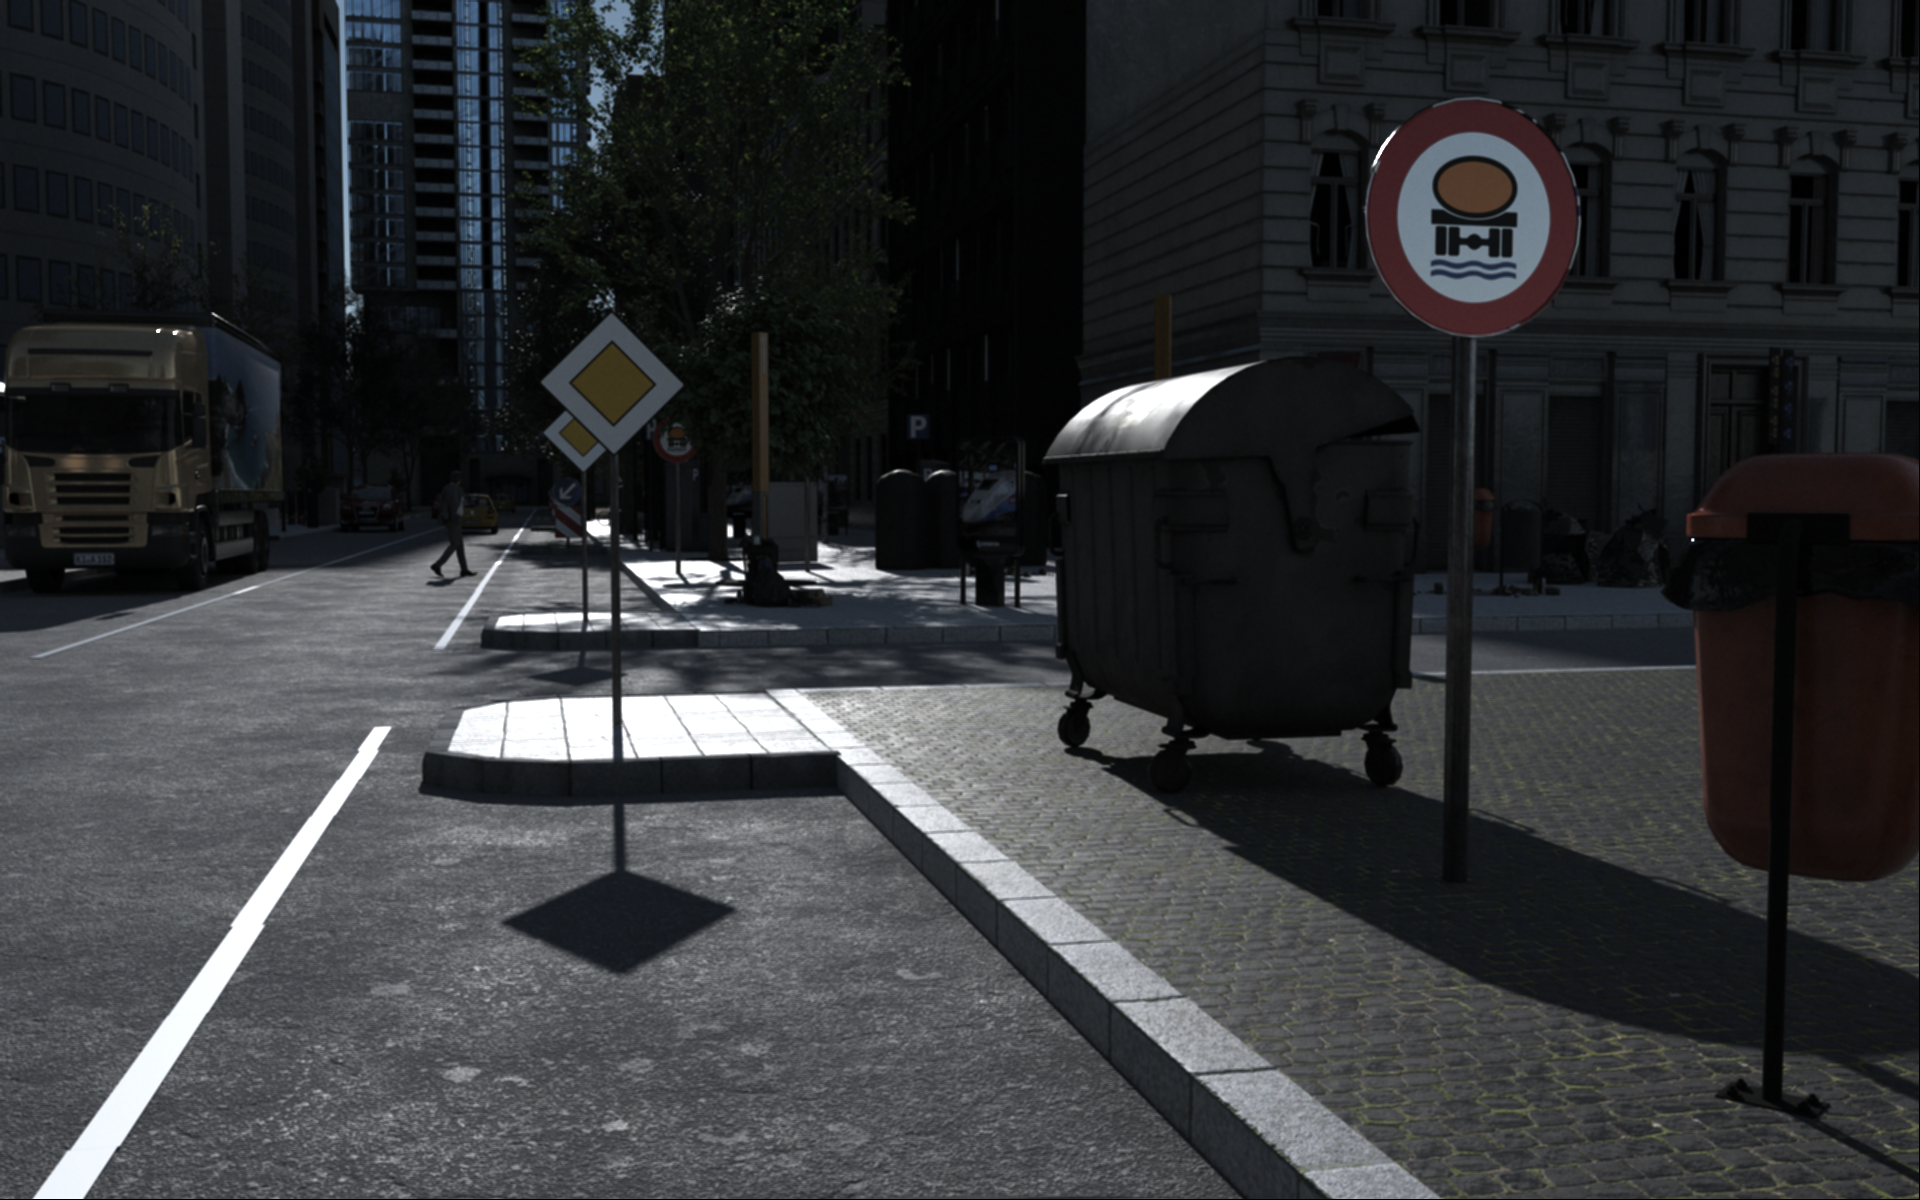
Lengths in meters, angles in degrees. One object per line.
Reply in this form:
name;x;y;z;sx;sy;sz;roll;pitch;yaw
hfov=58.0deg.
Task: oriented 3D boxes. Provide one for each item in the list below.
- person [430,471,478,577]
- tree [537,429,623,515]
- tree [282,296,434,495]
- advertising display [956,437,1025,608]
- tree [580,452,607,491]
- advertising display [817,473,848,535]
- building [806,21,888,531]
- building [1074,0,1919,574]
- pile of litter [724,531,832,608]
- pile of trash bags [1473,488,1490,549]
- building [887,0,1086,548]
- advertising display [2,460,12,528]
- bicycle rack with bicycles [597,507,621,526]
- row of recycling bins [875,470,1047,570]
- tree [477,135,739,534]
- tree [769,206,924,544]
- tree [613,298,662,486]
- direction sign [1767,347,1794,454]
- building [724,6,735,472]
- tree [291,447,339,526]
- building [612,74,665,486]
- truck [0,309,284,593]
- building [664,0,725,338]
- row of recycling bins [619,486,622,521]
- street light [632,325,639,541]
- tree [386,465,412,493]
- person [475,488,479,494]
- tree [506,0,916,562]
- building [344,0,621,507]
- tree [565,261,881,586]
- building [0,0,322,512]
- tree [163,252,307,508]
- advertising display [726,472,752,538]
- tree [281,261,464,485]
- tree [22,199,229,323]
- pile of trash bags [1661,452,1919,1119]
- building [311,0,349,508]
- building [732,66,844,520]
person;-8.778;-1.312;30.045;0.850;1.850;0.679;-2;4;-33
tree;-22.938;-11.623;108.169;7.486;12.596;7.792;0;3;0
tree;-28.316;-8.968;81.047;7.601;10.594;8.767;-2;4;-33
advertising display;0.344;-0.892;19.800;0.974;1.923;0.123;3;5;44
tree;-34.425;-12.746;158.764;4.360;8.622;3.978;0;3;0
advertising display;-3.978;-2.988;54.068;0.974;1.923;0.123;0;4;-8
building;0.150;-12.337;66.342;10.561;19.102;19.286;-1;4;-13
building;12.218;-11.249;33.067;18.267;20.994;9.793;-1;4;-13
pile of litter;-2.133;-0.385;20.253;1.176;0.858;1.719;-1;4;-19
pile of trash bags;8.758;-0.953;25.338;1.912;1.369;3.447;-3;5;-41
building;5.486;-13.443;49.463;12.332;23.373;15.834;-1;4;-13
advertising display;-18.109;-1.726;33.431;0.123;1.923;0.974;0;4;4
bicycle rack with bicycles;-13.176;-3.502;70.640;2.925;0.926;2.852;0;4;-4
row of recycling bins;0.103;-1.421;30.345;3.534;1.692;1.069;-3;4;-38
tree;-10.535;-8.456;55.266;9.611;12.733;9.660;0;3;0
tree;-3.276;-5.756;44.478;4.737;8.622;4.395;0;3;0
tree;-11.862;-6.965;64.248;4.737;8.622;4.395;0;3;0
direction sign;12.782;-2.143;27.038;0.876;3.537;0.379;-3;5;-43
building;-6.515;-41.314;113.729;20.563;71.187;20.611;-1;4;-13
tree;-26.343;-4.646;70.563;1.663;3.219;1.824;0;3;0
building;-30.401;-32.999;189.647;14.200;45.320;14.600;-1;4;-13
truck;-13.231;-2.434;28.706;2.839;4.237;11.283;-1;4;-14
building;-11.511;-31.299;135.440;21.300;48.544;21.600;-1;4;-13
row of recycling bins;-14.925;-4.452;79.899;1.069;1.692;3.534;1;4;13
street light;-8.933;-4.570;47.514;0.468;5.910;1.993;-1;4;-13
tree;-36.539;-7.187;112.112;1.663;3.219;1.824;0;3;0
person;-32.519;-6.618;116.788;0.705;1.814;1.350;1;4;9
tree;-4.682;-6.552;32.877;9.928;11.665;9.643;0;3;0
building;-53.319;-53.480;187.064;31.000;86.520;22.319;-1;4;-13
tree;-2.680;-2.497;24.542;4.285;4.588;4.351;0;3;0
building;-58.058;-35.420;121.113;21.231;58.520;28.212;-1;4;-13
tree;-21.686;-6.209;51.886;4.737;8.622;4.395;0;3;0
advertising display;-6.382;-2.744;50.074;0.974;1.923;0.123;1;4;21
tree;-31.635;-11.099;91.841;12.009;13.543;11.850;0;3;0
tree;-20.229;-5.643;42.629;4.360;8.622;3.978;0;3;0
pile of trash bags;2.927;0.421;2.870;3.447;1.369;1.912;3;5;41
building;-59.161;-30.153;143.106;14.200;45.320;14.600;-1;4;-13
building;-5.275;-14.419;84.897;9.793;20.994;18.267;-1;4;-13
